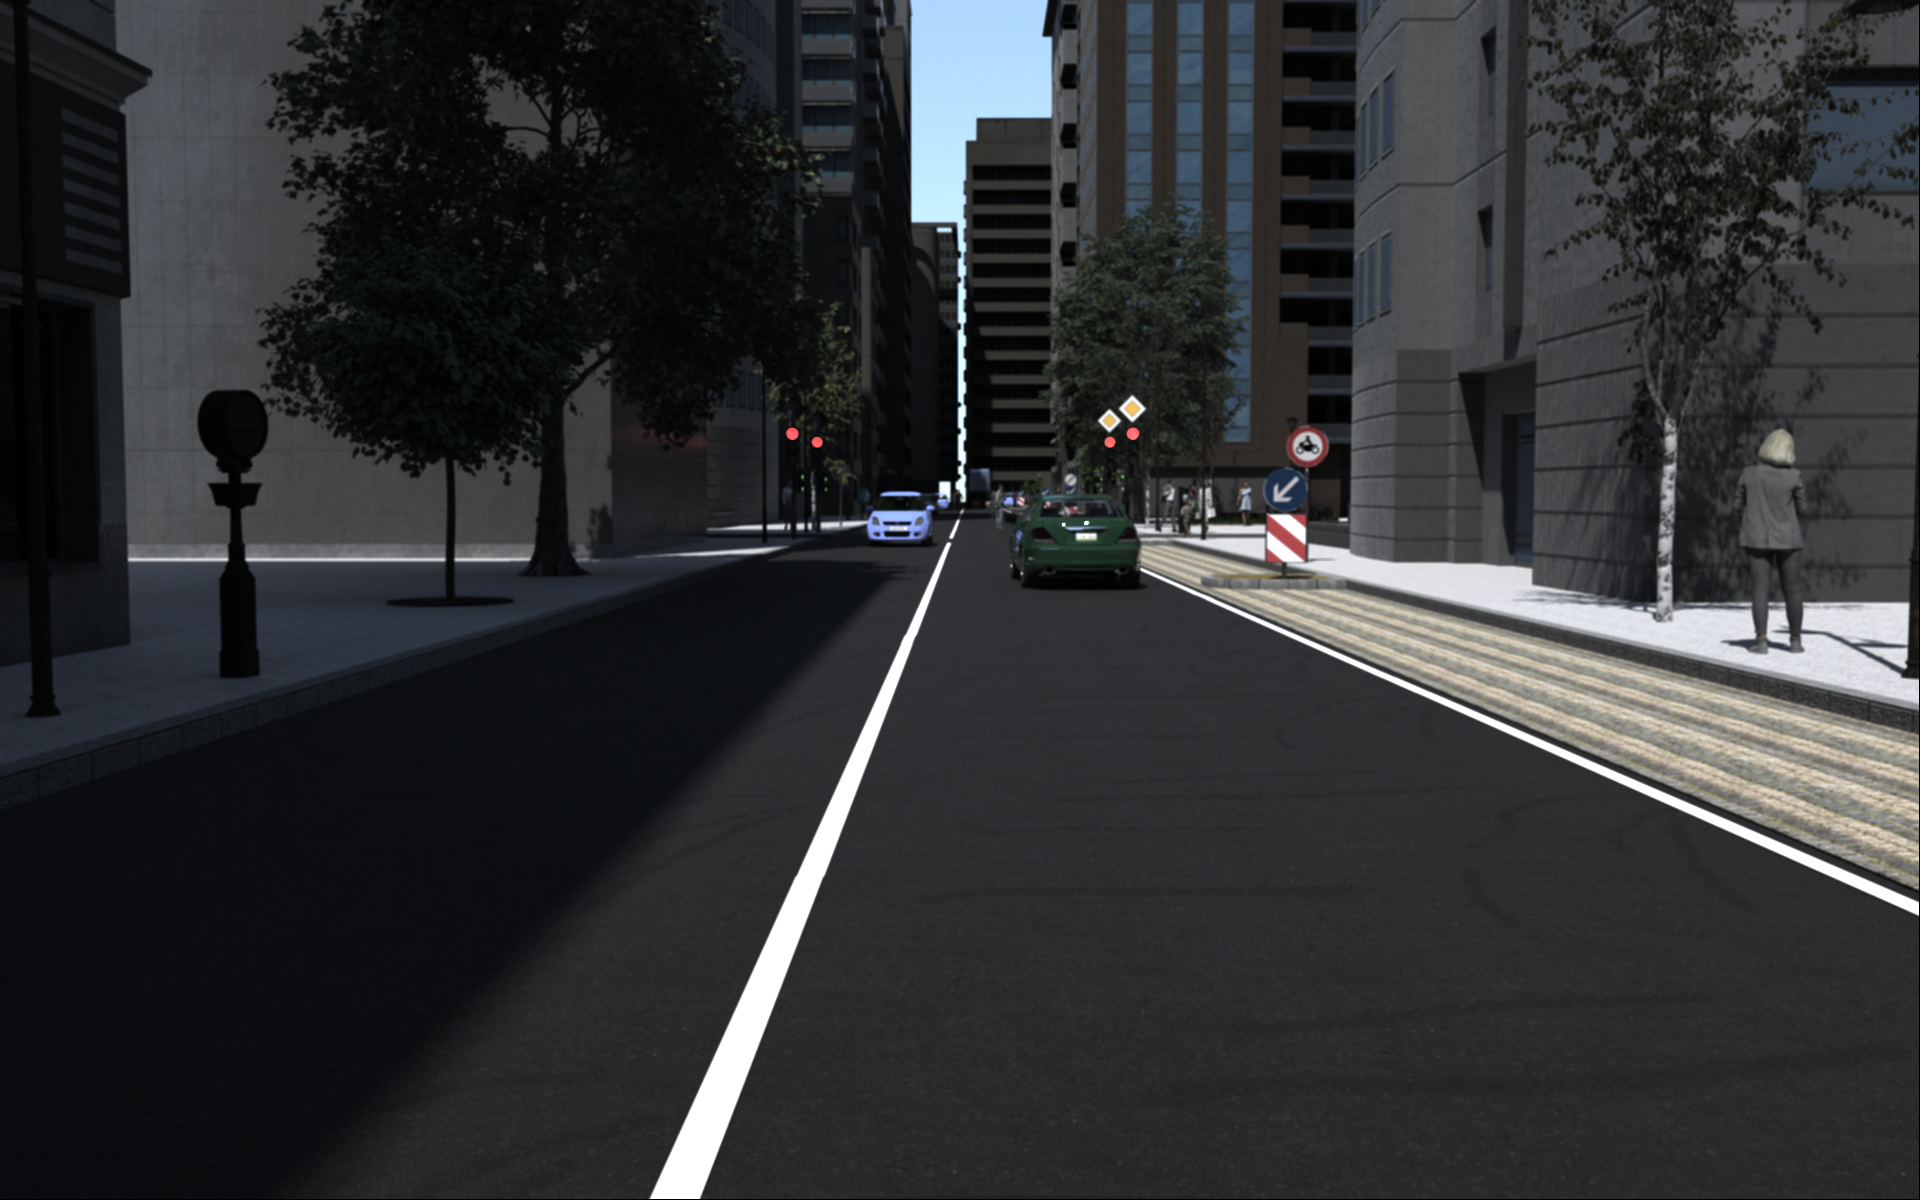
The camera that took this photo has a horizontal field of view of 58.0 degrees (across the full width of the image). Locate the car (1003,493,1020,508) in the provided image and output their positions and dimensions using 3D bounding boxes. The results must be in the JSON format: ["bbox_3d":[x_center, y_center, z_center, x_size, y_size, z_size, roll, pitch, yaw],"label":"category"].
[{"bbox_3d":[5.374,-10.419,179.941,1.945,1.707,3.694,0,4,1],"label":"car"}]

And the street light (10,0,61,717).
[{"bbox_3d":[-5.312,-2.267,9.858,0.468,5.910,1.993,0,4,0],"label":"street light"}]

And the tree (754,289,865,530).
[{"bbox_3d":[-5.239,-6.809,61.693,4.737,8.622,4.395,0,3,0],"label":"tree"}]

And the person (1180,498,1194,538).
[{"bbox_3d":[6.776,-2.394,51.913,0.640,1.303,0.475,3,5,43],"label":"person"}]

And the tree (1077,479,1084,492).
[{"bbox_3d":[8.407,-7.100,110.684,1.663,3.219,1.824,0,3,0],"label":"tree"}]

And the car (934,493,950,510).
[{"bbox_3d":[-1.826,-8.766,152.918,1.945,1.707,3.694,0,4,-1],"label":"car"}]

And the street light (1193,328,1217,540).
[{"bbox_3d":[6.838,-4.630,48.486,0.468,5.910,1.993,0,4,0],"label":"street light"}]

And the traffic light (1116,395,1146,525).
[{"bbox_3d":[4.856,-3.682,49.129,0.839,4.253,0.868,0,4,0],"label":"traffic light"}]

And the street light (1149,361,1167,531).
[{"bbox_3d":[6.881,-5.347,60.210,0.468,5.910,1.993,0,4,0],"label":"street light"}]

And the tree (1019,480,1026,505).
[{"bbox_3d":[7.926,-13.084,208.529,1.663,3.219,1.824,0,3,0],"label":"tree"}]

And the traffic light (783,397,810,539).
[{"bbox_3d":[-4.705,-3.685,49.164,0.839,4.253,0.868,0,4,0],"label":"traffic light"}]

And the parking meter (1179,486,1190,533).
[{"bbox_3d":[7.321,-2.939,56.467,0.372,1.533,0.369,0,3,0],"label":"parking meter"}]

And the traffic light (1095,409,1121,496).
[{"bbox_3d":[4.899,-4.171,57.114,0.839,4.253,0.868,0,4,0],"label":"traffic light"}]

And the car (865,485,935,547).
[{"bbox_3d":[-1.648,-2.368,48.309,1.945,1.707,3.694,0,4,1],"label":"car"}]

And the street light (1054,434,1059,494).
[{"bbox_3d":[7.350,-9.716,131.643,0.468,5.910,1.993,0,4,0],"label":"street light"}]

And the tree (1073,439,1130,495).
[{"bbox_3d":[7.345,-6.344,87.431,4.285,4.588,4.351,0,3,0],"label":"tree"}]

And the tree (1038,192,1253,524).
[{"bbox_3d":[7.639,-10.270,74.576,9.857,13.997,8.962,0,3,0],"label":"tree"}]

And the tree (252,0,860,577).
[{"bbox_3d":[-6.303,-6.725,26.962,9.611,12.733,9.660,0,3,0],"label":"tree"}]

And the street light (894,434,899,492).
[{"bbox_3d":[-4.752,-9.635,130.326,0.468,5.910,1.993,0,4,0],"label":"street light"}]

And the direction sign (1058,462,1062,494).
[{"bbox_3d":[7.034,-7.956,122.070,0.379,3.537,0.876,-1,4,-13],"label":"direction sign"}]

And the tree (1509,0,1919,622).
[{"bbox_3d":[7.306,-4.087,17.183,4.360,8.622,3.978,0,3,0],"label":"tree"}]

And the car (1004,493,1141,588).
[{"bbox_3d":[1.804,-0.987,27.932,2.131,1.459,4.920,0,4,-2],"label":"car"}]

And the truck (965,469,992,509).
[{"bbox_3d":[2.110,-11.504,177.843,2.967,4.110,18.799,0,4,-1],"label":"truck"}]

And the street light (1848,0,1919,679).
[{"bbox_3d":[6.673,-2.393,11.913,0.468,5.910,1.993,0,4,0],"label":"street light"}]

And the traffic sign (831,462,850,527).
[{"bbox_3d":[-4.712,-4.179,68.430,0.768,2.556,0.104,0,4,4],"label":"traffic sign"}]

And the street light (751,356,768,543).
[{"bbox_3d":[-5.145,-4.446,45.472,0.468,5.910,1.993,0,4,0],"label":"street light"}]

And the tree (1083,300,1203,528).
[{"bbox_3d":[6.843,-7.023,65.186,4.360,8.622,3.978,0,3,0],"label":"tree"}]

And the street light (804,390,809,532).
[{"bbox_3d":[-5.154,-5.202,57.840,0.468,5.910,1.993,0,4,0],"label":"street light"}]

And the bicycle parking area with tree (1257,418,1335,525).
[{"bbox_3d":[15.006,-4.755,64.754,8.231,4.147,9.016,2,4,24],"label":"bicycle parking area with tree"}]

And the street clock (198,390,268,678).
[{"bbox_3d":[-5.067,-0.462,12.125,0.358,2.002,0.471,1,4,14],"label":"street clock"}]

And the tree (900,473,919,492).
[{"bbox_3d":[-4.517,-9.891,156.317,1.663,3.219,1.824,0,3,0],"label":"tree"}]

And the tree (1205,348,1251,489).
[{"bbox_3d":[12.133,-8.266,85.517,4.360,8.622,3.978,0,3,0],"label":"tree"}]

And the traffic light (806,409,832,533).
[{"bbox_3d":[-4.662,-4.173,57.149,0.839,4.253,0.868,0,4,0],"label":"traffic light"}]

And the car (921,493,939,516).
[{"bbox_3d":[-2.369,-6.444,114.151,1.959,1.807,4.718,0,4,2],"label":"car"}]

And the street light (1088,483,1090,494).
[{"bbox_3d":[7.168,-7.542,96.104,0.468,5.910,1.993,0,4,0],"label":"street light"}]

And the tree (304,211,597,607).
[{"bbox_3d":[-5.968,-2.231,20.193,4.285,4.588,4.351,0,3,0],"label":"tree"}]

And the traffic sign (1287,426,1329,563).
[{"bbox_3d":[6.492,-1.976,32.414,0.768,2.556,0.104,1,4,8],"label":"traffic sign"}]

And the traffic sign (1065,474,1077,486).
[{"bbox_3d":[6.902,-6.604,108.088,0.768,2.556,0.104,0,4,3],"label":"traffic sign"}]

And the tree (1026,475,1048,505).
[{"bbox_3d":[7.640,-10.690,169.385,1.663,3.219,1.824,0,3,0],"label":"tree"}]

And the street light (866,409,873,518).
[{"bbox_3d":[-4.903,-7.401,93.800,0.468,5.910,1.993,0,4,0],"label":"street light"}]
